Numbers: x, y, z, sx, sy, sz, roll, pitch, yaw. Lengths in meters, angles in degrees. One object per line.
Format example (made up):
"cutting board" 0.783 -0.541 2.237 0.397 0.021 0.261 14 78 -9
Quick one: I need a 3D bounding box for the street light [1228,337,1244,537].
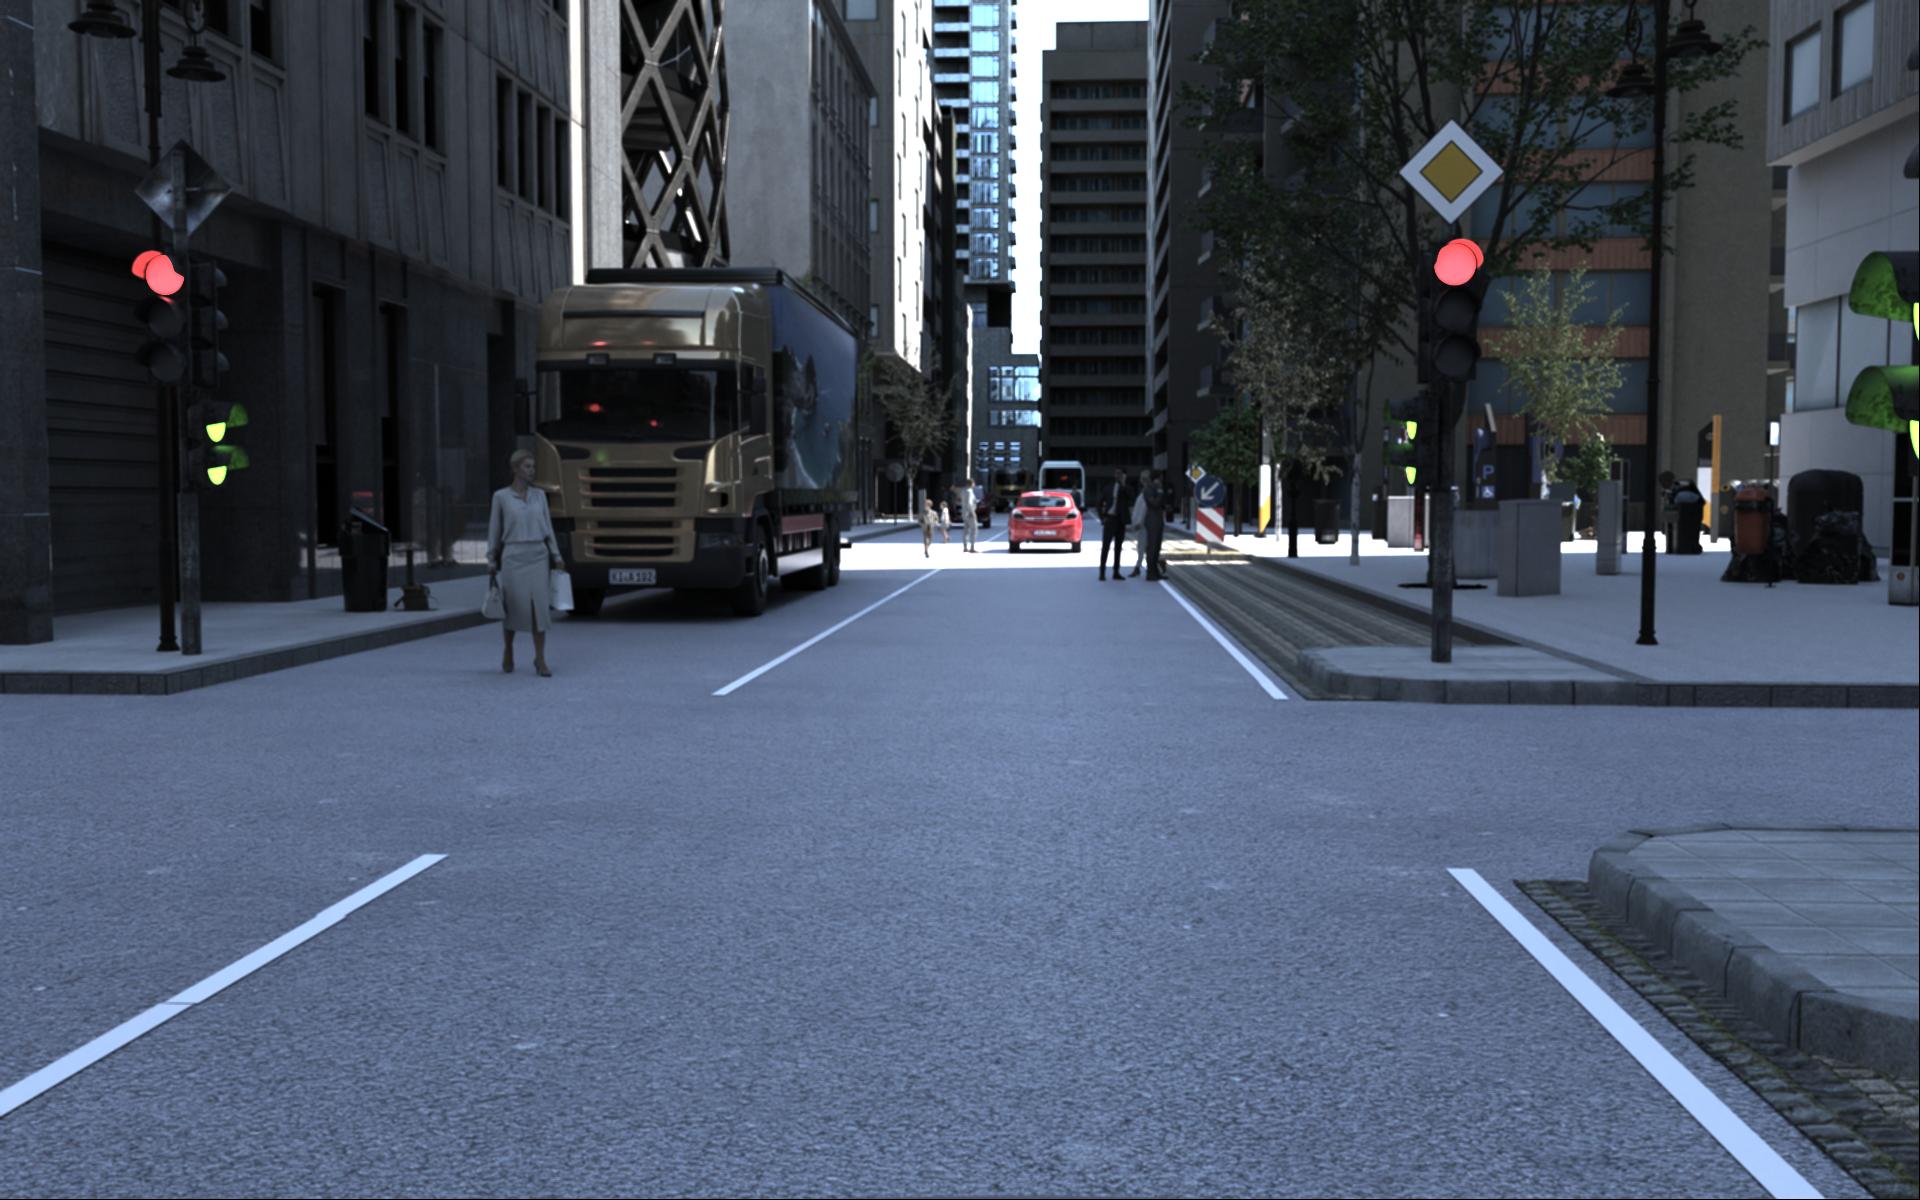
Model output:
"street light" 8.184 -4.792 51.133 0.468 5.910 1.993 0 4 4

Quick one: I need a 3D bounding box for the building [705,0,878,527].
"building" -8.998 -13.307 66.718 9.793 20.994 18.267 0 4 4

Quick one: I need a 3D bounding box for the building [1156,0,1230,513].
"building" 25.089 -30.564 123.418 21.300 48.544 21.600 0 4 4

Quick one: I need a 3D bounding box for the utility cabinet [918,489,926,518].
"utility cabinet" -1.775 -4.394 80.520 0.318 1.500 1.173 0 4 1

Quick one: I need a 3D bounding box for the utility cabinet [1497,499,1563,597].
"utility cabinet" 7.206 -0.657 21.908 1.020 1.237 0.306 -3 5 -40

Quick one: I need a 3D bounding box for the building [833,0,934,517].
"building" -15.926 -31.401 102.643 28.713 52.752 27.495 0 4 4

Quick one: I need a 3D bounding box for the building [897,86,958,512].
"building" -7.673 -21.523 123.601 14.160 30.474 14.107 0 4 4

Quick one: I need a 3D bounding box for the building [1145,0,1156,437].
"building" 29.930 -34.146 147.532 28.713 52.752 27.495 0 4 4

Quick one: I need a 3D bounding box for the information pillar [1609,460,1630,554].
"information pillar" 14.112 -1.995 37.115 0.304 2.012 0.304 -3 5 -40

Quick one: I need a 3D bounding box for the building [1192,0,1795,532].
"building" 21.553 -25.532 72.068 22.147 44.769 28.867 0 4 4

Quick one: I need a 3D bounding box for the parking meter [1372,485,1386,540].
"parking meter" 11.800 -2.470 48.800 0.372 1.533 0.369 0 3 0

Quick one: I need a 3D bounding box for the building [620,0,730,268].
"building" -14.507 -10.750 43.210 16.820 18.784 16.811 0 4 4

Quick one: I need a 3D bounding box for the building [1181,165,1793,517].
"building" 29.556 -24.969 100.129 32.217 40.220 23.993 0 4 4

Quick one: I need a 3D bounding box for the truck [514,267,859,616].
"truck" -3.276 -2.132 23.770 2.839 4.237 11.283 0 4 3

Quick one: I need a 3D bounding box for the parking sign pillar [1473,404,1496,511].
"parking sign pillar" 15.464 -3.825 51.013 1.447 3.967 1.447 1 4 8

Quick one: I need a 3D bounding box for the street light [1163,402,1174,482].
"street light" 10.504 -7.008 87.371 0.468 5.910 1.993 0 4 4

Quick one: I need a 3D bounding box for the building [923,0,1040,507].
"building" -6.999 -53.245 183.223 31.000 86.520 22.319 0 4 4

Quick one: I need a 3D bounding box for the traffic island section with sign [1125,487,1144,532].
"traffic island section with sign" 7.040 -3.463 65.251 1.989 1.847 2.006 0 4 4

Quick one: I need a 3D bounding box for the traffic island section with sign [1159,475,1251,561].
"traffic island section with sign" 5.279 -1.784 37.789 1.989 1.847 2.006 0 4 4

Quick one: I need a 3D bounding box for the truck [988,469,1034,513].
"truck" 4.025 -8.432 133.783 3.469 3.379 9.791 0 4 3

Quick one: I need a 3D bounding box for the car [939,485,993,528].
"car" 0.284 -3.988 73.871 2.281 1.827 5.304 0 4 2

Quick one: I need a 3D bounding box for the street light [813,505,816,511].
"street light" -4.267 -4.770 50.782 0.468 5.910 1.993 0 4 4

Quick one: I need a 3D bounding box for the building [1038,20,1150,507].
"building" 19.186 -34.131 181.739 21.600 48.544 21.300 0 4 4

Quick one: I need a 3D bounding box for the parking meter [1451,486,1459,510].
"parking meter" 15.516 -2.822 54.547 0.372 1.533 0.369 0 3 0

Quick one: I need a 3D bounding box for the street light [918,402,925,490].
"street light" -1.929 -7.009 87.377 0.468 5.910 1.993 0 4 4

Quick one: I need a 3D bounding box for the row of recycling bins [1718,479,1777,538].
"row of recycling bins" 22.926 -2.618 49.923 1.069 1.692 3.534 0 4 0

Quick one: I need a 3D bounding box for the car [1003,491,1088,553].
"car" 2.151 -2.110 43.535 2.155 1.783 4.494 0 4 3

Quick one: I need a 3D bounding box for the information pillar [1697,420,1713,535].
"information pillar" 23.164 -3.817 53.768 0.504 3.616 0.183 1 4 10

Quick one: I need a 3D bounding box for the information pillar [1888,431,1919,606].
"information pillar" 10.917 -0.941 19.882 0.304 2.012 0.304 -2 4 -26

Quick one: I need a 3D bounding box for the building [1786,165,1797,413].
"building" 75.125 -34.248 179.559 30.456 49.044 23.786 0 4 4

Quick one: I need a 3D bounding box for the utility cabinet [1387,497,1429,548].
"utility cabinet" 10.694 -1.837 41.190 1.020 1.237 0.306 1 4 16

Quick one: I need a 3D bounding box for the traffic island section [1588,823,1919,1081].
"traffic island section" 3.191 1.040 5.271 2.009 0.180 2.903 0 4 4

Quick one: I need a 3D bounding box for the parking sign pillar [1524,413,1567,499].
"parking sign pillar" 19.442 -4.224 57.534 1.447 3.967 1.447 0 4 -8

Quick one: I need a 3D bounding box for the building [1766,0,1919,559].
"building" 30.156 -26.570 23.666 27.495 52.752 28.713 0 4 4

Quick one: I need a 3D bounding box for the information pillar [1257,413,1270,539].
"information pillar" 8.809 -3.591 50.072 0.183 3.616 0.504 3 5 39

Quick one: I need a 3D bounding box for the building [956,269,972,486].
"building" -14.162 -18.721 151.120 28.899 21.520 27.650 0 4 4

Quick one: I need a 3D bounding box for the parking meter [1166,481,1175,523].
"parking meter" 9.491 -4.430 78.148 0.399 1.863 0.255 0 4 4

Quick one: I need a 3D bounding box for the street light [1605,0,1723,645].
"street light" 5.867 -2.558 14.614 0.468 5.910 1.993 0 4 4

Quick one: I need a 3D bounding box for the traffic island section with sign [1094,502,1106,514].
"traffic island section with sign" 11.973 -8.170 142.210 1.989 1.847 2.006 0 4 4

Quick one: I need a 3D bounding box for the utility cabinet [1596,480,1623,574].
"utility cabinet" 10.455 -1.176 27.899 0.318 1.500 1.173 2 4 25

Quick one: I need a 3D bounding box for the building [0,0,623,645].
"building" -13.275 -12.612 24.232 12.078 24.808 19.932 0 4 4

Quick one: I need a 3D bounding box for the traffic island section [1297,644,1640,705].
"traffic island section" 3.701 0.553 13.240 2.009 0.180 2.903 0 4 4

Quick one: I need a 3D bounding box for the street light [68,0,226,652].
"street light" -6.482 -2.521 14.004 0.468 5.910 1.993 0 4 4

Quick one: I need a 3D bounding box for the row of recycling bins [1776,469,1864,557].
"row of recycling bins" 15.029 -1.399 29.987 1.069 1.692 3.534 2 4 33
